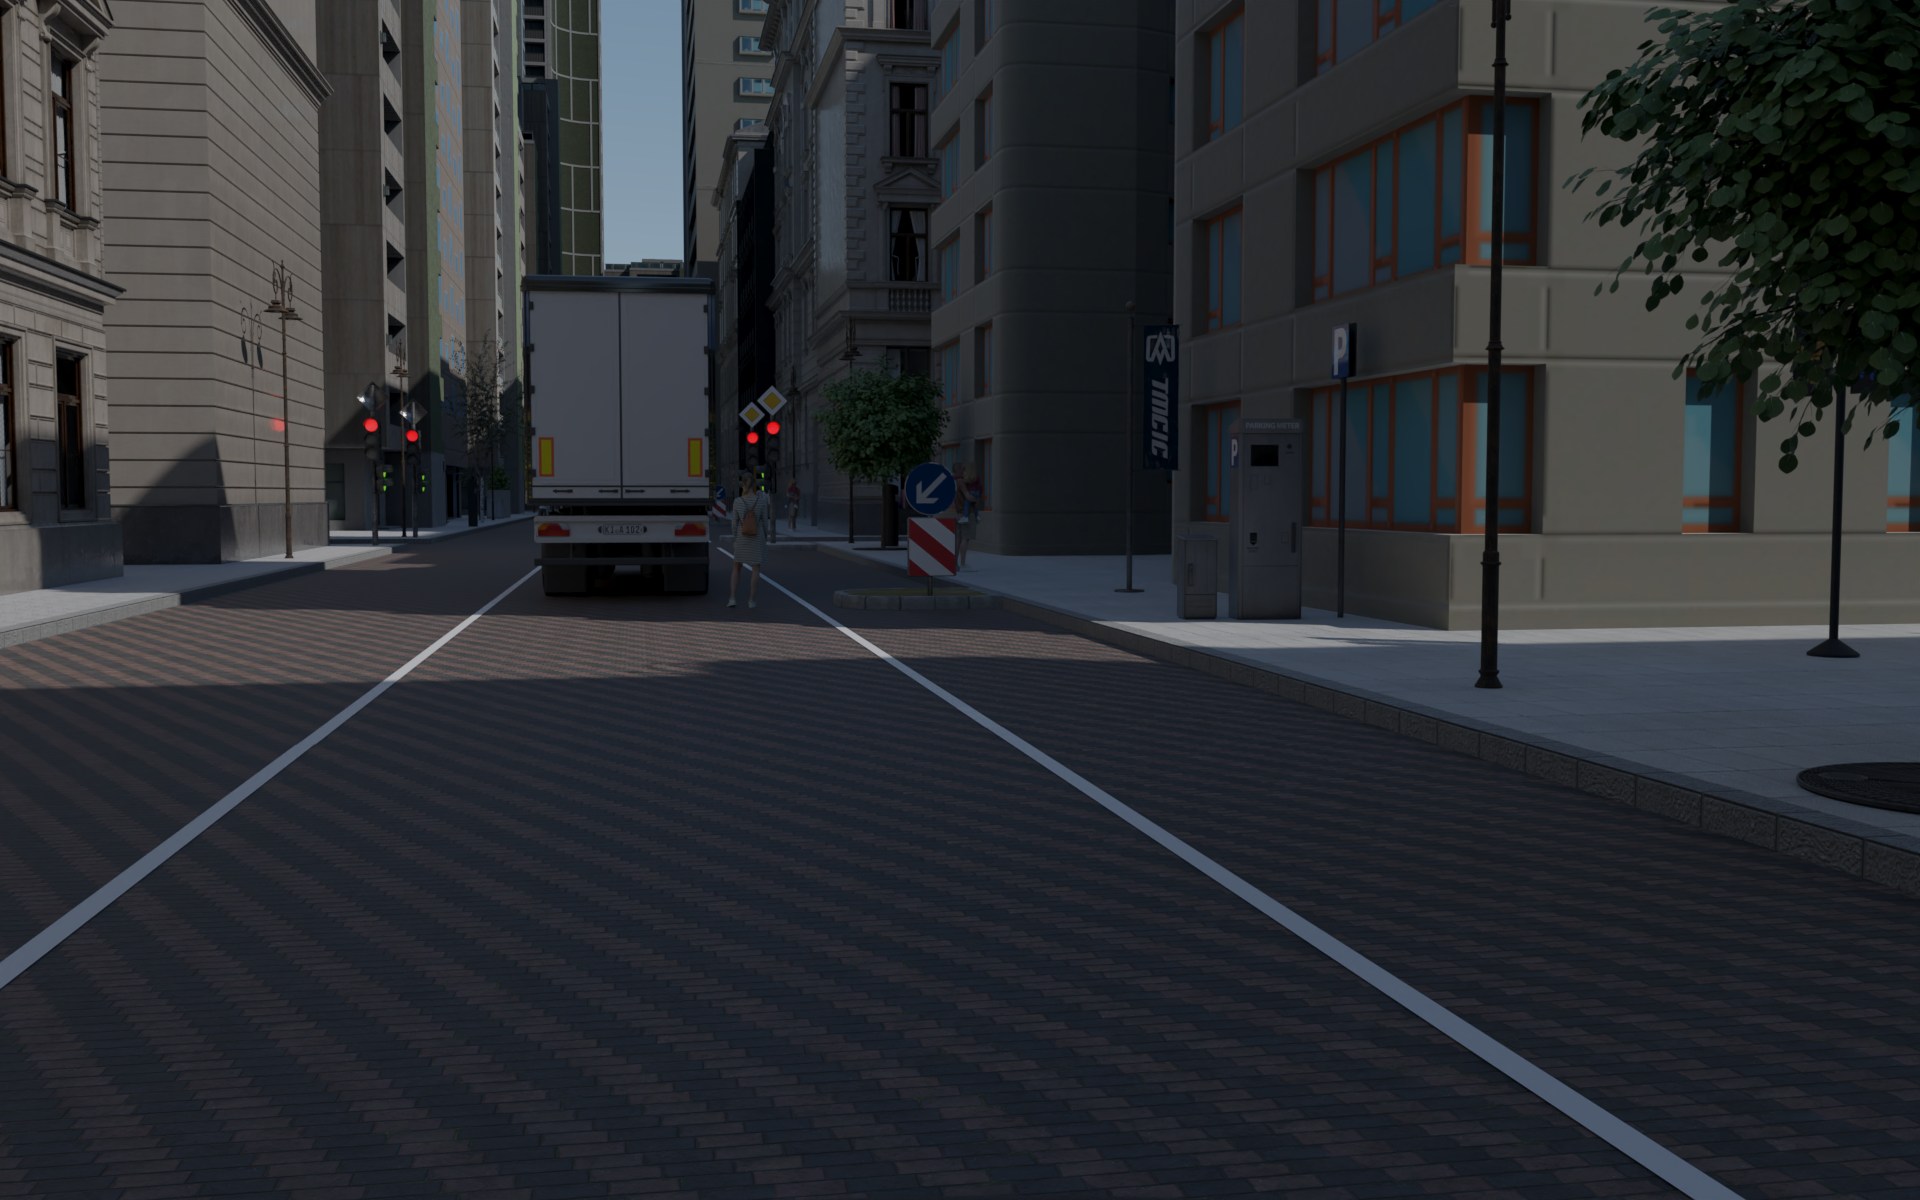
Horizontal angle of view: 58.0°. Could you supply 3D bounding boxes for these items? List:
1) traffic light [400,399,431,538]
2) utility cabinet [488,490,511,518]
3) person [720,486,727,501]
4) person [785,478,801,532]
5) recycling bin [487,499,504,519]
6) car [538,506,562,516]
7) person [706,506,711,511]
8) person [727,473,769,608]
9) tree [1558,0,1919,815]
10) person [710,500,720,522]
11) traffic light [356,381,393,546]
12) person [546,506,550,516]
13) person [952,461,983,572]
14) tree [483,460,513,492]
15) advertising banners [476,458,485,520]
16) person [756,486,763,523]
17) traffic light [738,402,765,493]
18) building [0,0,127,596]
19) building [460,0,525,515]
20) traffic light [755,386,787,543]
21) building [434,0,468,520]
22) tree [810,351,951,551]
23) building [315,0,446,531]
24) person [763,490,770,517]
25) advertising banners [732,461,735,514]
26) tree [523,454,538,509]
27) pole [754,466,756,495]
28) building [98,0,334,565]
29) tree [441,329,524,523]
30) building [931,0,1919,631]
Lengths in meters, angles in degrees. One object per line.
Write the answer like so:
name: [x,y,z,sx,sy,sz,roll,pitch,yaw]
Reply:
traffic light: [-16.039,-3.794,50.955,0.839,4.253,0.868,-1,4,-11]
utility cabinet: [-24.738,-5.159,93.020,1.173,1.500,0.318,1,4,15]
person: [-14.207,-5.986,104.098,0.526,1.800,0.537,1,4,8]
person: [-5.700,-3.250,59.151,0.573,1.828,0.580,0,4,-6]
recycling bin: [-24.298,-4.773,90.597,0.722,1.027,0.722,0,4,4]
car: [-23.114,-5.440,98.737,2.009,1.686,4.222,-1,4,-11]
person: [-18.534,-7.305,128.675,0.799,1.438,0.628,-2,4,-30]
person: [-2.665,-0.756,21.867,0.512,1.701,0.522,-1,4,-15]
tree: [4.359,-1.445,7.336,4.285,4.588,4.351,0,3,0]
person: [-11.858,-4.609,84.454,0.593,1.750,0.643,1,4,14]
traffic light: [-14.571,-3.314,43.105,0.839,4.253,0.868,-1,4,-11]
person: [-22.573,-5.010,94.698,0.394,1.301,0.425,-3,5,-41]
person: [0.088,-1.380,28.574,0.580,1.828,0.573,1,4,19]
tree: [-25.912,-6.256,96.888,1.663,3.219,1.824,0,3,0]
advertising banners: [-23.526,-5.428,84.929,0.090,3.025,2.074,0,4,-6]
person: [-9.133,-4.360,77.995,0.598,1.740,0.731,3,4,36]
traffic light: [-6.348,-3.906,52.776,0.839,4.253,0.868,-1,4,-11]
building: [-16.001,-9.298,16.656,10.561,19.102,19.286,-1,4,-11]
building: [-34.933,-25.911,107.240,14.154,41.232,14.086,-1,4,-11]
traffic light: [-4.880,-3.425,44.927,0.839,4.253,0.868,-1,4,-11]
building: [-32.339,-26.606,85.115,14.600,45.320,14.200,-1,4,-11]
tree: [-1.837,-3.430,39.798,4.285,4.588,4.351,0,3,0]
building: [-26.554,-17.726,61.520,14.160,30.474,14.107,-1,4,-11]
person: [-7.965,-4.016,71.924,0.641,1.798,0.478,0,4,5]
advertising banners: [-11.915,-5.801,91.033,0.090,3.025,2.074,-1,4,-10]
tree: [-29.801,-8.488,122.491,4.285,4.588,4.351,0,3,0]
pole: [-9.152,-5.085,76.987,0.158,3.312,0.155,0,3,0]
building: [-26.438,-14.491,34.197,25.104,27.353,12.463,-1,4,-11]
tree: [-21.456,-7.807,78.003,4.360,8.622,3.978,0,3,0]
building: [15.513,-11.451,32.265,27.650,21.520,28.899,-1,4,-11]
